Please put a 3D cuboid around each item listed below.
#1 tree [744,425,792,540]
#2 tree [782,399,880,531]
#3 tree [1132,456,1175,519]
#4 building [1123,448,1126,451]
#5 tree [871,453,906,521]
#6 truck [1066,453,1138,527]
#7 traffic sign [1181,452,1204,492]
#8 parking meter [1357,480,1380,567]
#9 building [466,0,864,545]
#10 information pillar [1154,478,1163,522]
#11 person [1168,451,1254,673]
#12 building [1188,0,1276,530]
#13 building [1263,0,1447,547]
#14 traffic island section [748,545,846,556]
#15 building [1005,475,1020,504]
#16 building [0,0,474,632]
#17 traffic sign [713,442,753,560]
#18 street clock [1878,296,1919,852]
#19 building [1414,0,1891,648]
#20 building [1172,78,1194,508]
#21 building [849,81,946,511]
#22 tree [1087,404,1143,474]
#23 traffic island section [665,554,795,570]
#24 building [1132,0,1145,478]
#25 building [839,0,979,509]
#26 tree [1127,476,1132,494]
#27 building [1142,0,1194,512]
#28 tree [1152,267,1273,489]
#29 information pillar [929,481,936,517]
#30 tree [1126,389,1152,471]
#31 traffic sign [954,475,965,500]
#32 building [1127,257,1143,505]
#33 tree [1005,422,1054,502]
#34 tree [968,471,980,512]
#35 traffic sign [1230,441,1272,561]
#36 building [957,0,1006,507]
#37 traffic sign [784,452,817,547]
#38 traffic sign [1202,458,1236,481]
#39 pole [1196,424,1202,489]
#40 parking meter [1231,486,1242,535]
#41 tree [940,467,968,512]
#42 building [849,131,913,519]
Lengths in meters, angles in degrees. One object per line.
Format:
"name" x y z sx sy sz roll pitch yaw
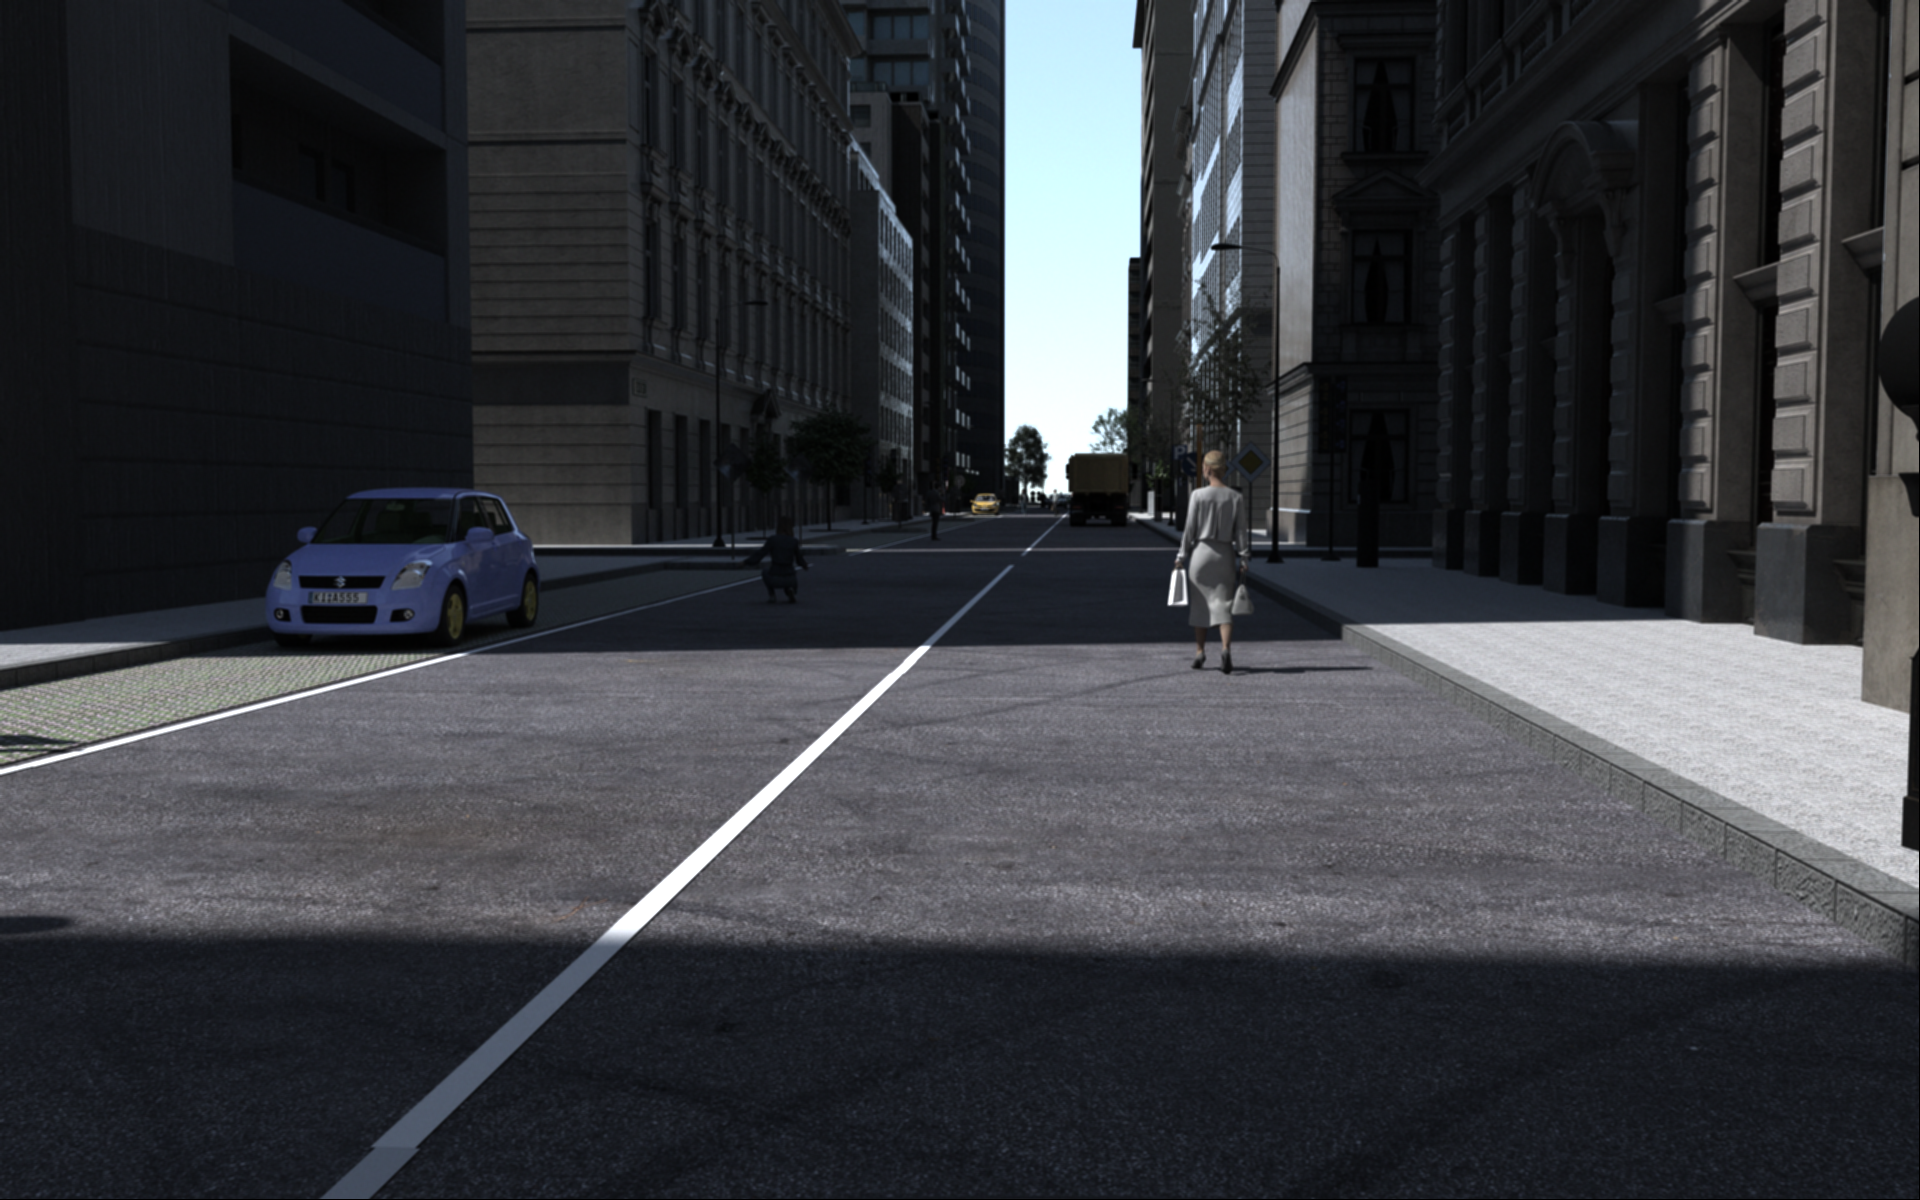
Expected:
"tree" -5.397 -3.319 48.869 1.663 3.219 1.824 0 3 0
"tree" -4.460 -4.665 59.994 4.285 4.588 4.351 0 3 0
"tree" 10.219 -5.765 88.857 1.663 3.219 1.824 0 3 0
"building" 33.620 -56.249 232.349 22.319 86.520 31.000 0 4 4
"tree" -3.310 -5.350 82.075 1.663 3.219 1.824 0 3 0
"truck" 6.483 -5.155 80.209 3.469 3.379 9.791 0 4 6
"traffic sign" 7.047 -3.186 52.195 0.768 2.556 0.104 1 4 9
"parking meter" 7.166 -1.346 30.415 0.372 1.533 0.369 0 3 0
"building" -14.528 -17.617 64.455 17.030 29.872 44.131 0 4 4
"information pillar" 9.227 -4.653 80.576 0.304 2.012 0.304 -1 4 -12
"person" 2.014 -0.311 13.933 0.694 1.780 0.624 1 4 11
"building" 16.475 -18.239 75.701 11.434 29.767 29.804 0 4 4
"building" 17.811 -11.067 45.572 19.286 19.102 10.561 0 4 4
"traffic island section" -3.869 -1.194 41.808 2.009 0.180 2.903 0 4 4
"building" -1.533 -50.018 256.040 20.563 71.187 20.611 0 4 4
"building" -22.400 -29.464 23.740 28.212 58.520 21.231 0 4 4
"traffic sign" -4.431 -1.843 33.781 0.795 2.450 0.064 0 4 4
"street clock" 3.531 -0.098 6.165 0.471 2.002 0.358 0 4 -7
"building" 12.423 -11.707 20.292 11.050 23.489 19.941 0 4 4
"building" 19.977 -19.288 102.752 14.401 28.519 23.554 0 4 4
"building" -8.606 -21.617 125.143 14.160 30.474 14.107 0 4 4
"tree" 18.558 -16.789 200.258 9.928 11.665 9.643 0 3 0
"traffic island section" -4.455 -0.707 33.844 2.009 0.180 2.903 0 4 4
"building" 32.050 -35.827 175.002 28.713 52.752 27.495 0 4 4
"building" -10.791 -32.283 147.435 23.786 49.044 30.456 0 4 4
"tree" 15.323 -10.026 158.529 1.663 3.219 1.824 0 3 0
"building" 25.431 -31.304 135.516 21.300 48.544 21.600 0 4 4
"tree" 8.534 -6.503 56.684 4.360 8.622 3.978 0 3 0
"information pillar" -1.544 -5.715 97.929 0.304 2.012 0.304 3 4 37
"tree" 13.613 -10.379 120.055 4.360 8.622 3.978 0 3 0
"traffic sign" -0.029 -7.126 116.614 0.768 2.556 0.104 1 4 11
"building" 27.464 -26.906 211.607 14.160 30.474 14.107 0 4 4
"tree" 10.459 -21.924 275.464 9.611 12.733 9.660 0 3 0
"tree" 0.368 -8.150 127.853 1.663 3.219 1.824 0 3 0
"traffic sign" 5.535 -1.797 33.029 0.795 2.450 0.064 0 4 4
"building" -6.544 -38.804 176.441 21.231 58.520 28.212 0 4 4
"traffic sign" -3.845 -2.330 41.745 0.795 2.450 0.064 0 4 4
"traffic sign" 6.121 -2.284 40.993 0.795 2.450 0.064 0 4 4
"pole" 6.999 -3.479 50.719 0.158 3.312 0.155 0 3 0
"parking meter" 8.754 -2.842 54.873 0.372 1.533 0.369 0 3 0
"tree" -0.543 -7.831 122.632 1.663 3.219 1.824 0 3 0
"building" -8.629 -14.736 95.678 10.420 20.320 16.860 0 4 4
